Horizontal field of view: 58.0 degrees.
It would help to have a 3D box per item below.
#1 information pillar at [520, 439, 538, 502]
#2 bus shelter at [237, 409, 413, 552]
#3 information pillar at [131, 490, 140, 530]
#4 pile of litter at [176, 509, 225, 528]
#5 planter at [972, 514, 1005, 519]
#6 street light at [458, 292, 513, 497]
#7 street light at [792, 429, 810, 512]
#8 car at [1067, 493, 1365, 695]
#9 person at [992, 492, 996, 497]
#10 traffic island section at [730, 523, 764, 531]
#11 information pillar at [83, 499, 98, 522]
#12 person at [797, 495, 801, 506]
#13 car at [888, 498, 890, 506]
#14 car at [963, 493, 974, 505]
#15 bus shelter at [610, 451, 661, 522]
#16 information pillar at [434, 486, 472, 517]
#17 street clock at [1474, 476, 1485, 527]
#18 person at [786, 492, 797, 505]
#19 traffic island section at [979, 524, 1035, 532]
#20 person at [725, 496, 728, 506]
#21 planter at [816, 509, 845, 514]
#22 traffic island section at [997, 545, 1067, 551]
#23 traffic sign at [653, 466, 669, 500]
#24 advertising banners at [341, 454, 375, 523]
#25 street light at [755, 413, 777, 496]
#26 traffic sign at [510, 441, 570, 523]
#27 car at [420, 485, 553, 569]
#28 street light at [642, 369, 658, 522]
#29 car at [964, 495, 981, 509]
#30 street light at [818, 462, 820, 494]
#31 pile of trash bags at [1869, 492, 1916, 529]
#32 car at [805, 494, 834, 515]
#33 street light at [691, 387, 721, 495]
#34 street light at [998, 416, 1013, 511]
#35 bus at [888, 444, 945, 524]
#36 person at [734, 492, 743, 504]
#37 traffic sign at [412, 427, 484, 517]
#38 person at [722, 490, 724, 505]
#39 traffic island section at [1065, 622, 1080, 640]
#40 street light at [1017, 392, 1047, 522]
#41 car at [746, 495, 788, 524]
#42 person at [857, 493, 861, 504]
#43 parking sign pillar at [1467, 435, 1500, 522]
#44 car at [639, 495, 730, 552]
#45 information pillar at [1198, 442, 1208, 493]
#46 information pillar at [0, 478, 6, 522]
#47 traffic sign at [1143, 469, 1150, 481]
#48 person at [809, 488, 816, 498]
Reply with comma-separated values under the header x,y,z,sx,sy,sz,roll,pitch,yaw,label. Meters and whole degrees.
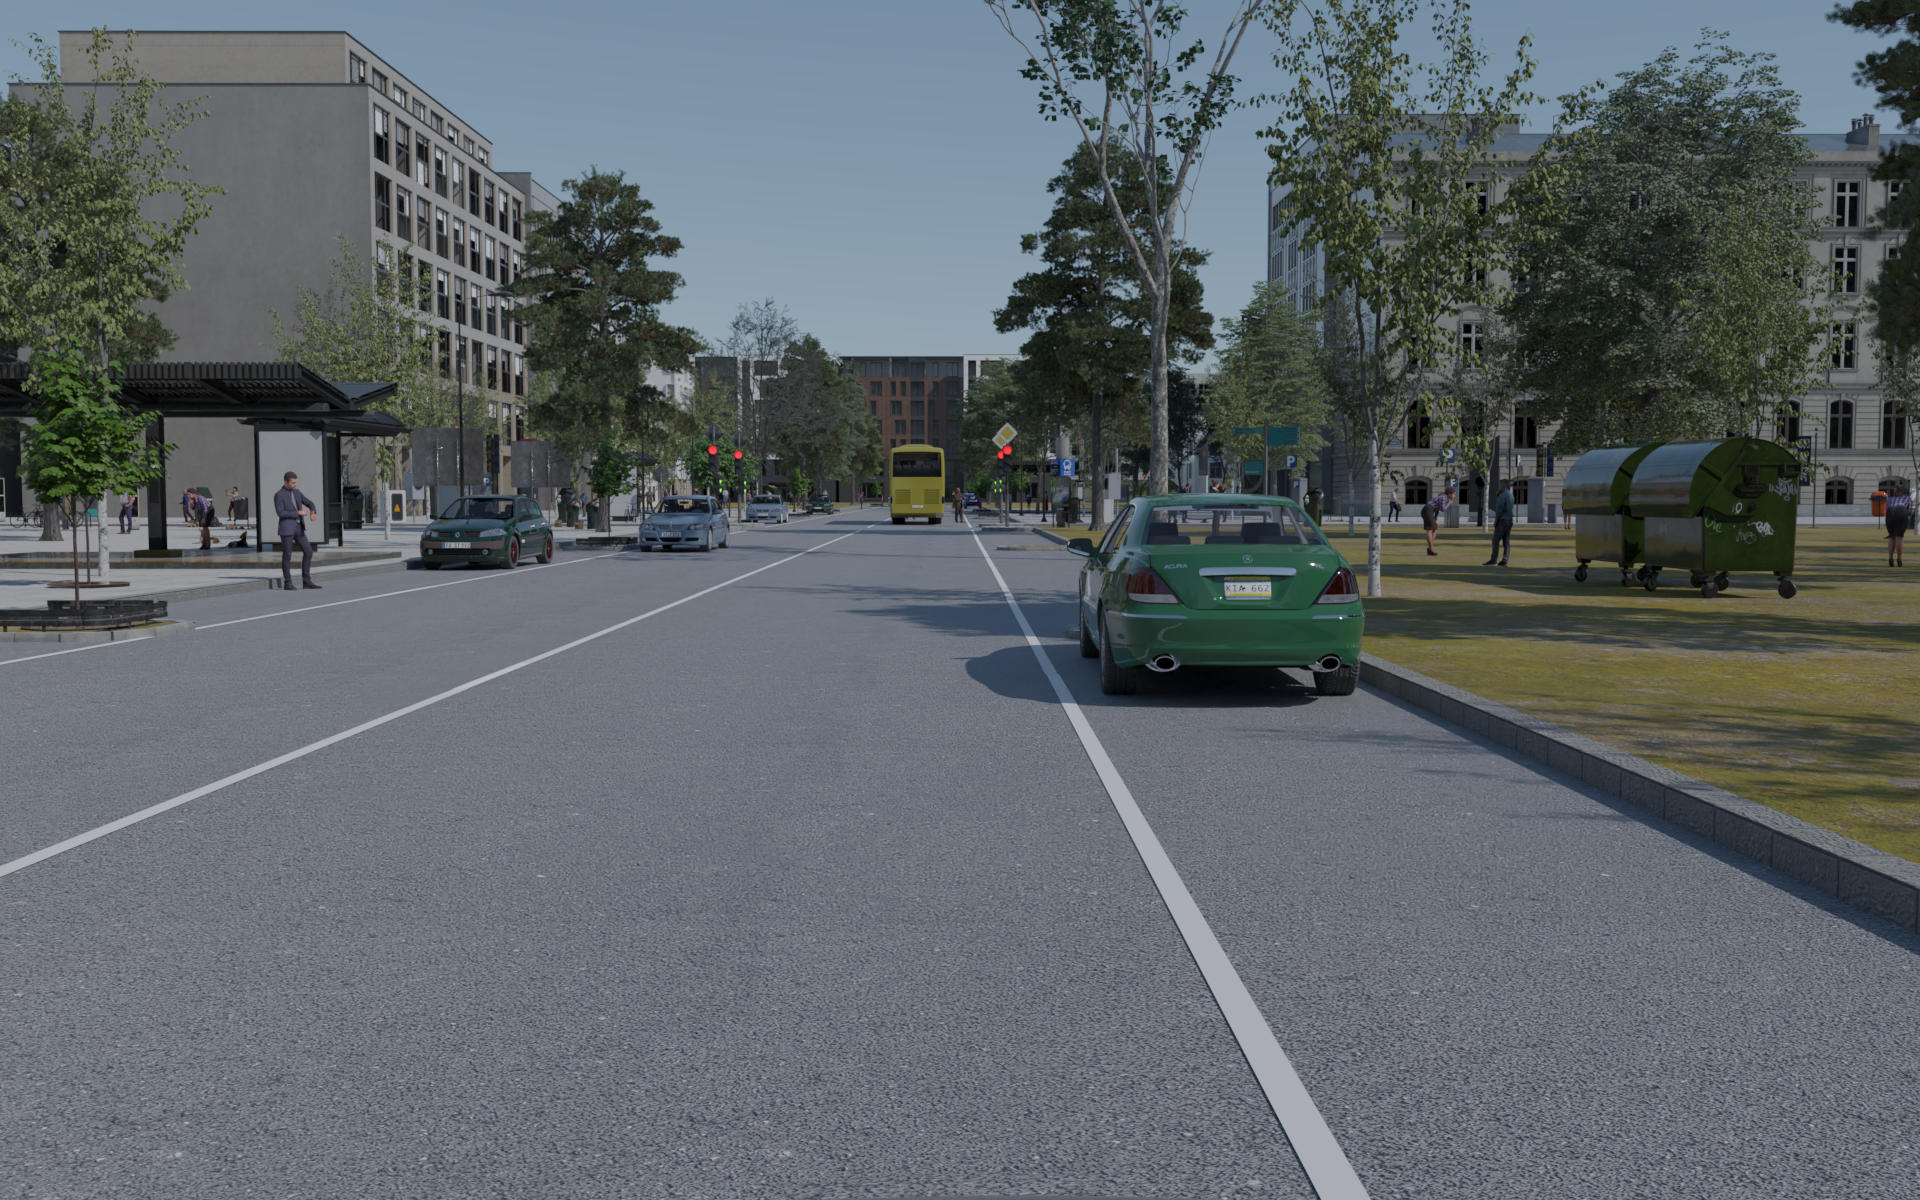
x,y,z,sx,sy,sz,roll,pitch,yaw,label
-20.137,-5.603,80.992,0.750,3.857,0.750,0,4,4,information pillar
-14.336,-2.790,39.548,2.014,3.302,5.546,0,3,0,bus shelter
-29.356,-3.491,61.577,0.304,2.012,0.304,-2,4,-26,information pillar
-29.357,-3.244,67.003,1.719,0.858,1.176,-1,4,-17,pile of litter
1.696,-4.833,100.164,1.991,0.319,1.994,0,4,0,planter
-10.951,-4.119,39.881,1.470,5.913,1.316,0,4,0,street light
-11.248,-9.203,123.011,1.470,5.913,1.316,0,4,0,street light
1.942,-0.121,13.784,2.131,1.459,4.920,0,4,1,car
4.264,-11.706,197.442,1.348,1.823,0.705,2,4,26,person
-9.621,-3.253,75.459,2.009,0.180,2.903,0,4,0,traffic island section
-39.863,-5.506,79.406,0.750,3.857,0.750,-2,4,-31,information pillar
-17.499,-11.004,186.681,0.721,1.743,1.217,-3,5,-40,person
-7.536,-11.923,207.299,2.083,1.381,4.827,0,4,1,car
0.949,-12.968,221.616,1.945,1.707,3.694,0,4,1,car
-15.811,-5.466,83.296,2.014,3.302,5.546,0,4,0,bus shelter
-18.698,-4.460,64.237,1.656,3.620,0.184,-3,5,-43,information pillar
20.563,-3.907,68.444,0.471,2.002,0.358,0,4,5,street clock
-19.295,-11.754,198.204,1.348,1.826,0.705,1,4,11,person
1.856,-2.767,67.521,2.009,0.180,2.903,0,4,0,traffic island section
-24.992,-10.700,184.211,0.991,1.433,0.599,3,5,39,person
-9.528,-6.507,127.535,1.991,0.319,1.994,0,4,0,planter
1.953,-1.327,44.569,1.991,0.108,1.994,0,4,0,traffic island section
-13.793,-4.883,79.939,0.768,2.556,0.104,0,4,5,traffic sign
-26.529,-4.893,76.196,2.074,3.025,0.090,2,4,30,advertising banners
-11.142,-7.739,99.081,1.470,5.913,1.316,0,4,0,street light
-16.047,-4.426,66.236,2.265,3.308,0.079,0,4,1,traffic sign
-9.309,-1.495,34.232,2.009,1.686,4.222,0,4,1,car
-11.072,-5.558,63.416,1.470,5.913,1.316,0,4,0,street light
1.266,-9.703,171.217,1.945,1.354,3.894,0,4,-1,car
-11.396,-10.643,146.546,1.470,5.913,1.316,0,4,0,street light
34.752,-3.229,62.552,3.447,1.369,1.912,1,4,19,pile of trash bags
-9.732,-6.759,120.291,2.009,1.686,4.222,0,4,-1,car
-11.070,-6.279,75.209,1.470,5.913,1.316,0,4,0,street light
3.132,-7.980,103.017,1.470,5.913,1.316,0,4,0,street light
-2.135,-5.716,85.004,2.896,3.916,12.252,0,4,-2,bus
-28.335,-13.215,221.744,1.348,1.869,0.705,0,4,-3,person
-15.673,-3.616,53.001,2.265,3.308,0.079,0,4,6,traffic sign
-28.632,-12.428,209.246,0.705,1.822,1.348,-2,4,-26,person
2.087,0.321,17.626,1.991,0.108,1.994,0,4,0,traffic island section
3.302,-6.512,79.006,1.470,5.913,1.316,0,4,0,street light
-9.447,-4.462,84.963,2.014,1.417,4.499,0,4,0,car
-13.062,-13.103,223.493,0.599,1.433,0.991,-2,4,-35,person
23.954,-5.542,79.081,1.447,3.967,1.447,2,4,25,parking sign pillar
-7.006,-1.981,44.385,2.014,1.417,4.499,0,4,1,car
10.874,-5.262,77.385,0.183,3.616,0.504,-3,5,-41,information pillar
-43.930,-4.572,79.246,0.304,2.012,0.304,2,4,32,information pillar
9.561,-5.336,87.239,0.884,2.594,0.081,0,4,7,traffic sign
-13.436,-9.497,161.274,1.348,1.831,0.705,-3,5,-40,person
